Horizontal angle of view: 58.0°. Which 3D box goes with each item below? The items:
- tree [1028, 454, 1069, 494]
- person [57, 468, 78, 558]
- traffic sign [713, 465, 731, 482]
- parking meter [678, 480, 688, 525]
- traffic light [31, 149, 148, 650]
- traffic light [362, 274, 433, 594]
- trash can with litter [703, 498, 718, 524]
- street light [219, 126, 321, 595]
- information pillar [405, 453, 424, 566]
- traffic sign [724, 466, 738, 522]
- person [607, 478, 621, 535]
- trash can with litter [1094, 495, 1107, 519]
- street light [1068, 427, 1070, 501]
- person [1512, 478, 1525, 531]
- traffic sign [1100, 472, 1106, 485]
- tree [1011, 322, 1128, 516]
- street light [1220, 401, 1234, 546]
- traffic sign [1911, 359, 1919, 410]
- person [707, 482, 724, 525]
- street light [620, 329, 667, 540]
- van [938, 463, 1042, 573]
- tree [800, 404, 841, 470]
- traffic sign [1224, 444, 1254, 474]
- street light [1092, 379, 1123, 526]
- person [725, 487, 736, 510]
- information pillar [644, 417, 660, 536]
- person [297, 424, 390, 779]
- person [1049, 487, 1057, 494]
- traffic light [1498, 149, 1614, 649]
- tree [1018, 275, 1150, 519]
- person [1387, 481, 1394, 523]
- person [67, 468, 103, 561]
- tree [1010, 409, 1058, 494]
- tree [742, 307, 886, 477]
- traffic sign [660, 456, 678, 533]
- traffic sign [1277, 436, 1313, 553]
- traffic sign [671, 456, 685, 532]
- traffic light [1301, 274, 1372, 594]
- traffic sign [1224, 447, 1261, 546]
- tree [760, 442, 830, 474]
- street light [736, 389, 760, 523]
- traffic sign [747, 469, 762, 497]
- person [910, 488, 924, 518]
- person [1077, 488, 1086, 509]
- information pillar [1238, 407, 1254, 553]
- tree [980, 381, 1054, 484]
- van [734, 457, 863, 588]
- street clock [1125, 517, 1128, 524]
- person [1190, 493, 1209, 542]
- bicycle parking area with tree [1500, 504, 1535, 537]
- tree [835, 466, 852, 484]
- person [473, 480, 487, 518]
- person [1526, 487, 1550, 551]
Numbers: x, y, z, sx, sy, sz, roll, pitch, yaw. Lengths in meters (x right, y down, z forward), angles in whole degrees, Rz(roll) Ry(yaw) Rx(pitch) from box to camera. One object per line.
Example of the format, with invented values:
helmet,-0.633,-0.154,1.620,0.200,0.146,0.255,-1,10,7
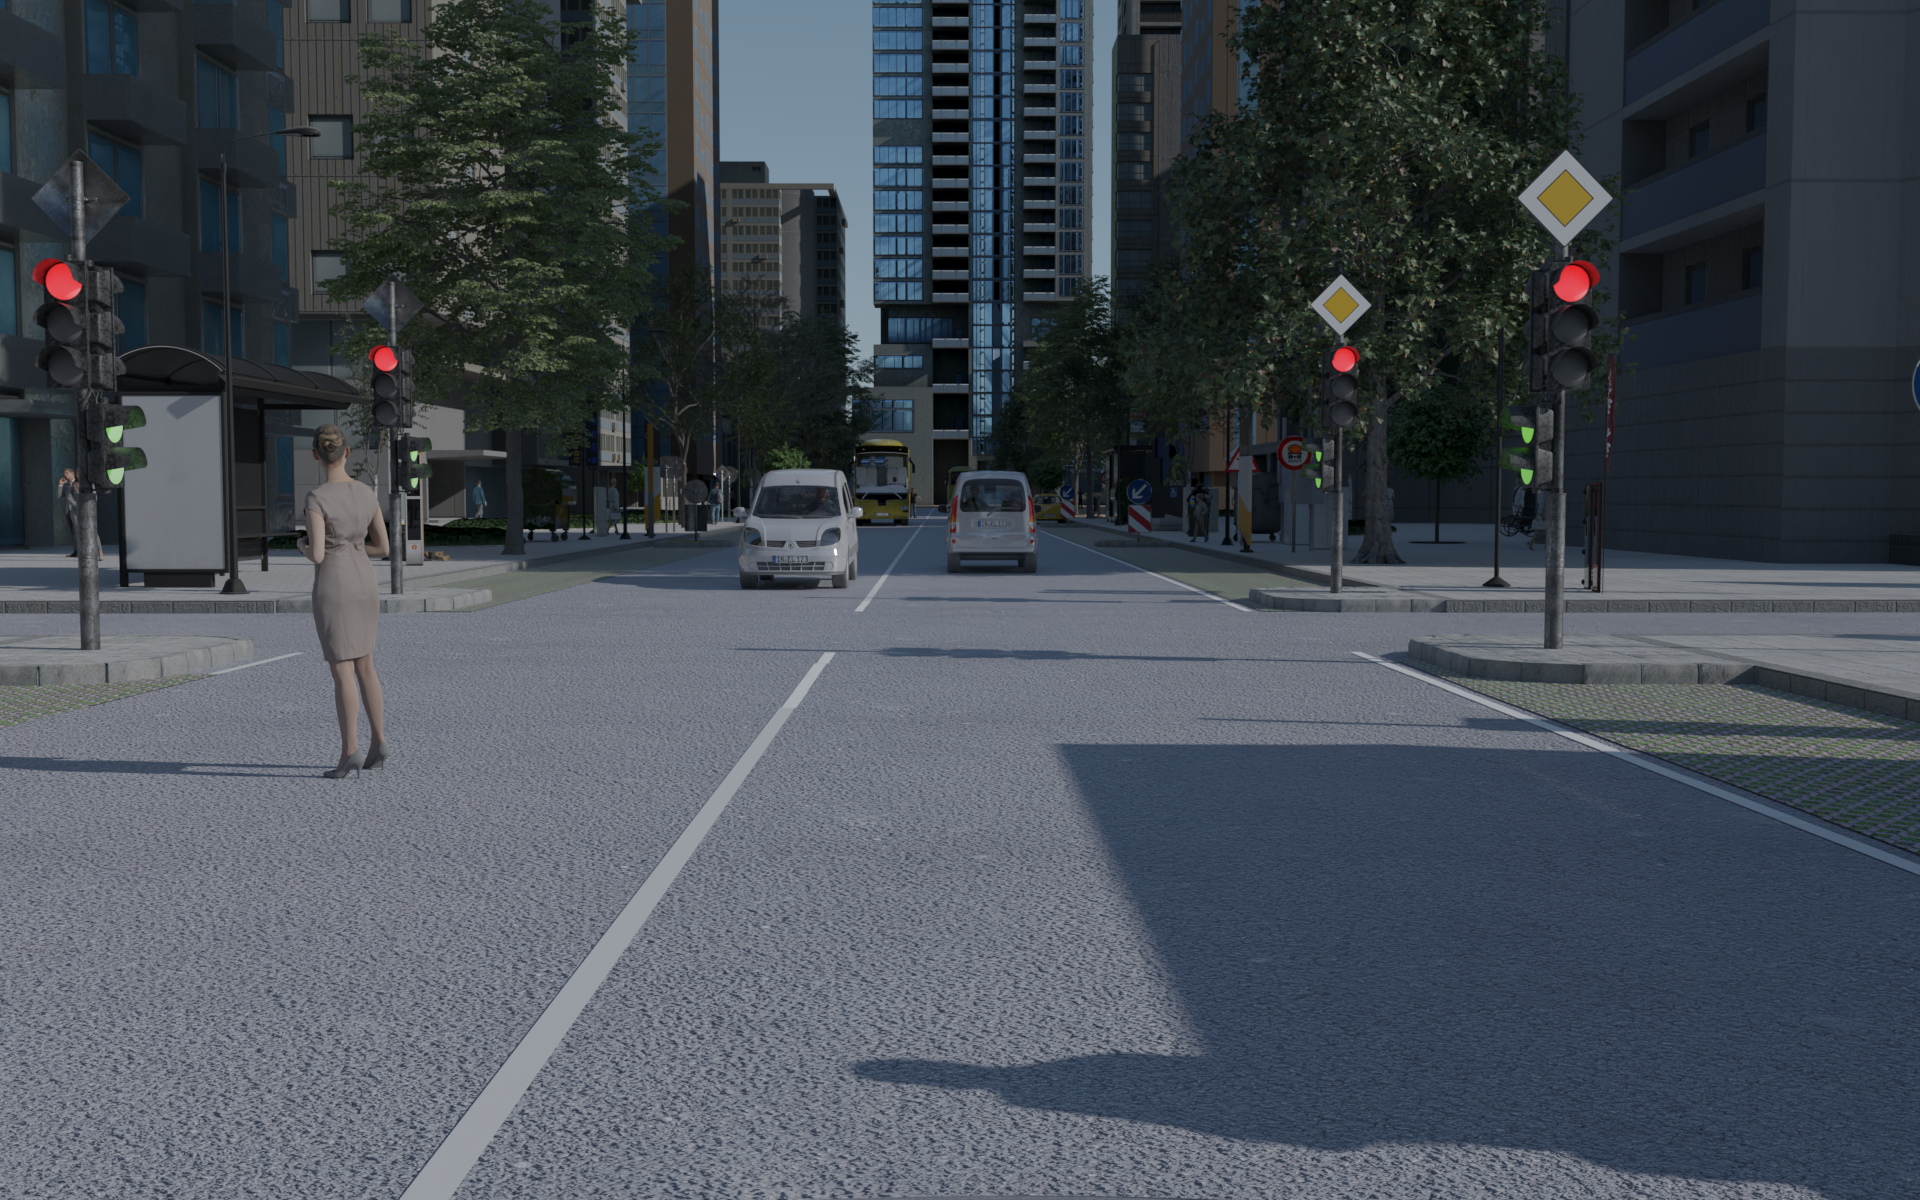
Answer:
tree,6.879,-9.185,133.892,4.285,4.588,4.351,0,3,0
person,-17.945,-1.764,35.069,0.592,1.802,0.473,2,4,33
traffic sign,-10.585,-4.726,77.001,0.795,2.593,0.064,0,4,4
parking meter,-11.484,-4.042,71.804,0.399,1.863,0.255,0,4,-2
traffic light,-7.149,-1.544,14.157,0.839,4.253,0.868,0,4,0
traffic light,-7.219,-2.032,22.142,0.839,4.253,0.868,0,4,0
trash can with litter,-10.668,-3.849,74.312,0.624,1.170,1.055,0,4,-4
street light,-8.772,-3.028,22.045,1.470,5.913,1.316,0,4,0
information pillar,-9.765,-1.620,30.971,0.304,2.012,0.304,-1,4,-15
traffic sign,-10.516,-4.820,78.915,0.768,2.556,0.104,0,4,2
person,-10.905,-2.930,54.306,0.624,1.780,0.694,-2,4,-28
trash can with litter,7.642,-5.006,92.907,1.678,1.210,2.233,3,4,38
street light,5.583,-7.616,97.054,1.470,5.913,1.316,0,4,0
person,19.574,-3.345,60.612,0.818,1.842,0.514,-3,5,-42
traffic sign,8.150,-5.859,95.894,0.768,2.556,0.104,1,4,9
tree,7.058,-10.863,103.364,9.928,11.665,9.643,0,3,0
street light,6.149,-4.320,43.173,1.470,5.913,1.316,0,4,0
traffic sign,8.011,-0.845,13.929,0.768,2.556,0.104,0,4,6
person,-10.106,-3.995,71.708,0.623,1.781,0.721,-2,4,-30
street light,-8.931,-4.666,48.834,1.470,5.913,1.316,0,4,0
van,0.576,-1.579,32.822,2.013,2.044,4.112,0,4,0
tree,-10.202,-11.069,131.346,4.360,8.622,3.978,0,3,0
traffic sign,7.274,-2.773,45.067,0.795,2.593,0.064,0,4,1
street light,5.865,-5.958,69.961,1.470,5.913,1.316,0,4,0
person,-18.879,-8.367,142.850,0.705,1.823,1.348,2,4,32
information pillar,-9.383,-3.754,52.739,0.504,3.616,0.183,1,4,14
person,-3.122,0.005,8.752,0.374,1.781,0.599,2,4,26
person,6.871,-7.472,128.221,1.348,1.823,0.705,-2,4,-31
traffic light,4.911,-1.551,14.278,0.839,4.253,0.868,0,4,0
tree,6.567,-10.504,89.868,7.486,12.596,7.792,0,3,0
person,15.245,-3.376,61.816,0.480,1.755,0.524,-1,4,-17
person,-16.751,-1.641,33.154,0.520,1.790,0.573,-3,5,-44
tree,6.392,-11.528,138.848,4.360,8.622,3.978,0,3,0
tree,-10.169,-12.913,117.778,9.857,13.997,8.962,0,3,0
traffic sign,-9.734,-3.503,57.387,0.768,2.556,0.104,0,4,3
traffic sign,7.299,-2.307,37.824,0.768,2.556,0.104,1,4,8
traffic sign,-9.607,-3.549,58.136,0.768,2.556,0.104,0,4,5
traffic light,4.842,-2.039,22.263,0.839,4.253,0.868,0,4,0
traffic sign,6.913,-2.597,42.459,0.884,2.594,0.081,0,4,7
tree,-10.867,-7.616,108.230,4.285,4.588,4.351,0,3,0
street light,-9.135,-6.308,75.670,1.470,5.913,1.316,0,4,0
traffic sign,-10.463,-5.384,88.134,0.768,2.556,0.104,0,3,0
person,-2.799,-5.795,103.261,1.348,1.822,0.705,-1,4,-22
person,10.233,-8.608,146.918,1.348,1.807,0.705,2,4,35
information pillar,6.274,-2.854,38.015,0.183,3.616,0.504,-1,4,-17
tree,6.552,-15.546,171.184,9.611,12.733,9.660,0,3,0
van,-2.530,-1.259,27.603,2.013,2.044,4.112,0,4,-1
street clock,7.140,-4.213,73.451,0.471,2.002,0.358,2,4,30
person,6.393,-2.184,46.020,0.640,1.303,0.475,-3,5,-41
bicycle parking area with tree,20.205,-3.991,52.256,9.016,4.147,8.231,3,5,41
tree,-10.537,-9.811,144.121,4.285,4.588,4.351,0,3,0
person,-19.153,-3.844,68.752,0.748,1.841,0.638,-3,4,-38
person,13.187,-2.012,39.295,0.624,1.780,0.694,2,4,24
